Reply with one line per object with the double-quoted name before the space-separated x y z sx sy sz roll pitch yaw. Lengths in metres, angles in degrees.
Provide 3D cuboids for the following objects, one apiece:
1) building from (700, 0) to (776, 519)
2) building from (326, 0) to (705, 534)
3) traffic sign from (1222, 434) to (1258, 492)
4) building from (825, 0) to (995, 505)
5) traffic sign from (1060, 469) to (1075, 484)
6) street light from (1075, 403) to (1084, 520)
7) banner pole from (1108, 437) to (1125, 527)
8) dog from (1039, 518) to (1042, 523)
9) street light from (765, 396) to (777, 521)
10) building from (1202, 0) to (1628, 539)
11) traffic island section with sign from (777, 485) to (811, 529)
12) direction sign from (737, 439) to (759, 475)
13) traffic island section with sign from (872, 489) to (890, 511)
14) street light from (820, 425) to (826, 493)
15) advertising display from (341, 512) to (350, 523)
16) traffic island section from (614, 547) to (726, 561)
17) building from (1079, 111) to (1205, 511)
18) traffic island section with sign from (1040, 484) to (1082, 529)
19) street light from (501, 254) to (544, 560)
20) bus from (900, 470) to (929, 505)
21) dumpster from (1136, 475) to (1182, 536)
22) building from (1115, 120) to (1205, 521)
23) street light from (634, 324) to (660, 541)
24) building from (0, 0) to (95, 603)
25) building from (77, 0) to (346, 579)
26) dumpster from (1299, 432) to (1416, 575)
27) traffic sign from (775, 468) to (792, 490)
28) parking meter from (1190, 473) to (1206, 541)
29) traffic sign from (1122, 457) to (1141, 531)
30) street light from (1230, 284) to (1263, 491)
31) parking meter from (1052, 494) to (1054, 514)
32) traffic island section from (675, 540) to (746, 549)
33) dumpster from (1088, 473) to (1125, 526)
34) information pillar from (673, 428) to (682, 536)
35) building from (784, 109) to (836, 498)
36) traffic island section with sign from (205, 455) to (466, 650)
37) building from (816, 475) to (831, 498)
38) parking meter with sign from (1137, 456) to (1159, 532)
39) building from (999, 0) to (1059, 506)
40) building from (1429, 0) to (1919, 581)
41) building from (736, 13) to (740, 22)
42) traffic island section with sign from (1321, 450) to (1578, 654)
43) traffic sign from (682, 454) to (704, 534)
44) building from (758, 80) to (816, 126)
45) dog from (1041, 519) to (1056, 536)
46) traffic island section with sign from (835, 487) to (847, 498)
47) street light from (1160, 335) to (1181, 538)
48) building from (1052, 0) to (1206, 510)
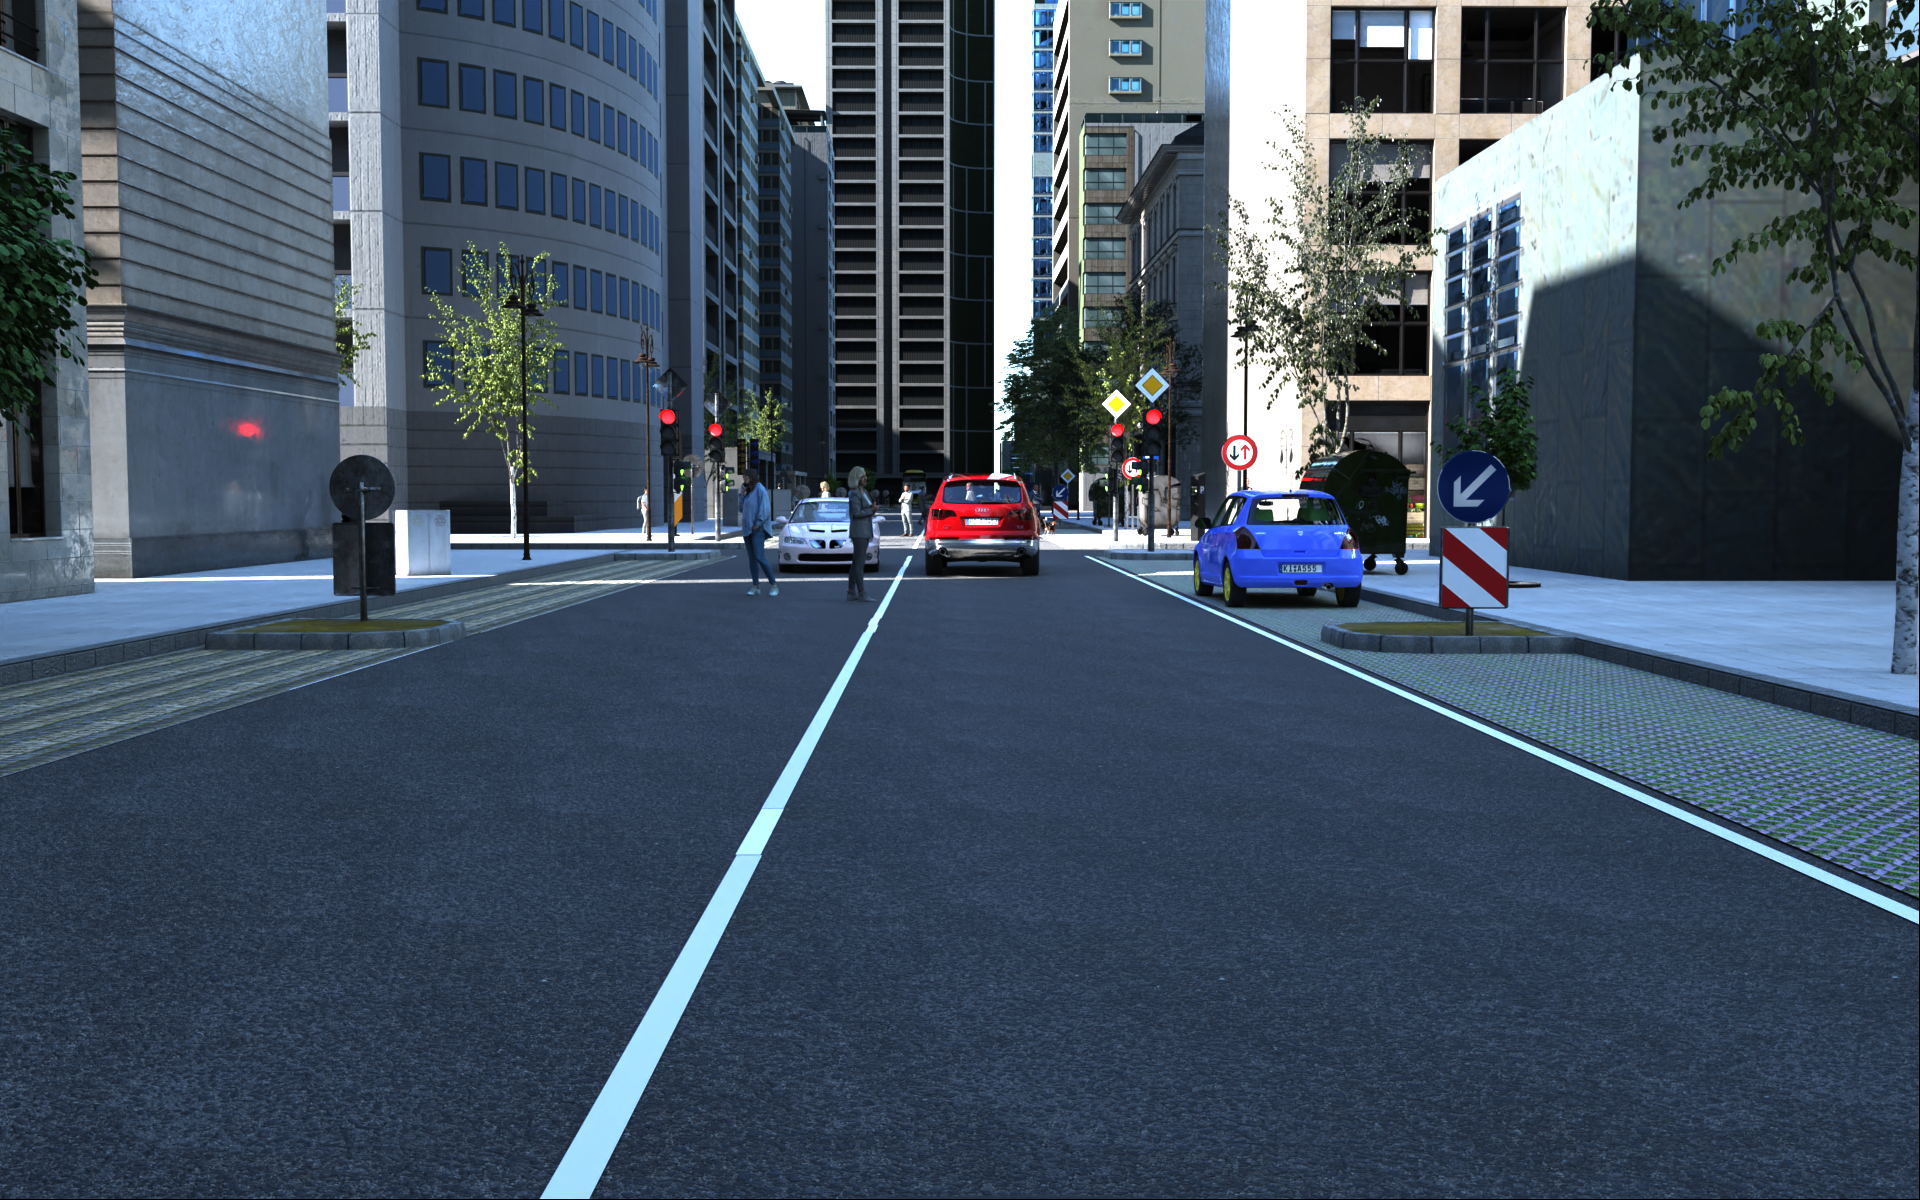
"building" -21.323 -40.364 98.198 20.563 71.187 20.611 0 4 -1
"building" -22.451 -32.063 66.222 21.231 58.520 28.212 0 4 -1
"traffic sign" 5.986 -2.264 37.131 0.768 2.556 0.104 0 4 6
"building" -5.932 -47.621 216.856 20.611 71.187 20.563 0 4 -1
"traffic sign" 5.532 -5.436 88.606 0.795 2.593 0.064 0 4 1
"street light" 5.848 -6.894 85.505 0.468 5.910 1.993 0 4 -1
"banner pole" 5.970 -4.688 66.657 0.863 3.779 0.401 0 4 -8
"dog" 3.261 -2.863 66.099 0.540 0.507 0.406 0 4 7
"street light" -8.899 -6.675 81.931 0.468 5.910 1.993 0 4 -1
"building" 26.699 -15.552 58.793 34.151 26.468 19.350 0 4 -1
"traffic island section with sign" -6.428 -3.827 71.201 1.989 1.847 2.006 0 4 -1
"direction sign" -8.699 -4.839 71.118 0.876 3.537 0.379 -1 4 -16
"traffic island section with sign" -7.163 -8.558 148.555 1.989 1.847 2.006 0 4 -1
"street light" -9.238 -8.793 116.554 0.468 5.910 1.993 0 4 -1
"advertising display" -14.222 -2.087 39.332 0.974 1.923 0.123 -1 4 -20
"traffic island section" -6.451 -0.998 38.599 2.009 0.180 2.903 0 4 -1
"building" 16.079 -22.199 134.659 14.160 30.474 14.107 0 4 -1
"traffic island section with sign" 3.982 -3.837 71.358 1.989 1.847 2.006 0 4 -1
"street light" -8.439 -3.717 33.563 0.468 5.910 1.993 0 4 -1
"bus" -4.760 -11.472 179.120 2.896 3.916 12.252 0 4 -2
"dumpster" 6.151 -2.916 53.436 1.264 1.857 1.865 0 4 -1
"building" 14.528 -15.344 101.788 10.553 20.767 40.483 0 4 -1
"street light" -8.501 -4.551 47.197 0.468 5.910 1.993 0 4 -1
"building" -16.350 -9.707 13.461 10.420 20.320 16.860 0 4 -1
"building" -21.495 -11.072 30.178 18.267 20.994 9.793 0 4 -1
"dumpster" 6.444 -1.569 28.139 1.502 2.255 1.985 0 4 -1
"traffic sign" -8.644 -5.196 84.953 0.884 2.594 0.081 1 4 8
"parking meter" 6.478 -2.535 47.166 0.255 1.863 0.399 3 5 45
"traffic sign" 6.025 -3.686 60.364 0.768 2.556 0.104 0 4 3
"street light" 6.305 -4.003 38.236 0.468 5.910 1.993 0 4 -1
"parking meter" 6.147 -6.378 112.688 0.372 1.533 0.369 0 3 0
"traffic island section" -6.526 -1.486 46.584 2.009 0.180 2.903 0 4 -1
"dumpster" 6.086 -4.185 70.924 1.502 2.255 1.985 0 4 0
"information pillar" -8.688 -3.761 52.843 0.183 3.616 0.504 3 4 37
"building" -20.613 -30.765 186.604 14.086 41.232 14.154 0 4 -1
"traffic island section with sign" -5.921 -0.498 16.764 1.989 1.847 2.006 0 4 -1
"building" -28.102 -28.457 157.159 32.217 40.220 23.993 0 4 -1
"parking meter with sign" 6.332 -3.814 58.613 0.543 3.016 1.738 1 4 15
"building" 20.526 -55.303 216.877 31.000 86.520 22.319 0 4 -1
"building" 21.070 -43.142 18.043 22.319 86.520 31.000 0 4 -1
"building" -28.387 -26.979 132.981 32.217 40.220 23.993 0 4 -1
"traffic island section with sign" 4.509 -0.473 16.370 1.989 1.847 2.006 0 4 -1
"traffic sign" -8.514 -3.361 55.053 0.768 2.556 0.104 1 4 9
"building" -30.529 -38.682 221.683 27.495 52.752 28.713 0 4 -1
"dog" 3.053 -2.417 58.798 0.406 0.507 0.540 0 4 3
"traffic island section with sign" -6.679 -5.476 98.155 1.989 1.847 2.006 0 4 -1
"street light" 6.132 -4.761 50.634 0.468 5.910 1.993 0 4 -1
"building" 19.445 -32.328 152.259 21.300 48.544 21.600 0 4 -1
